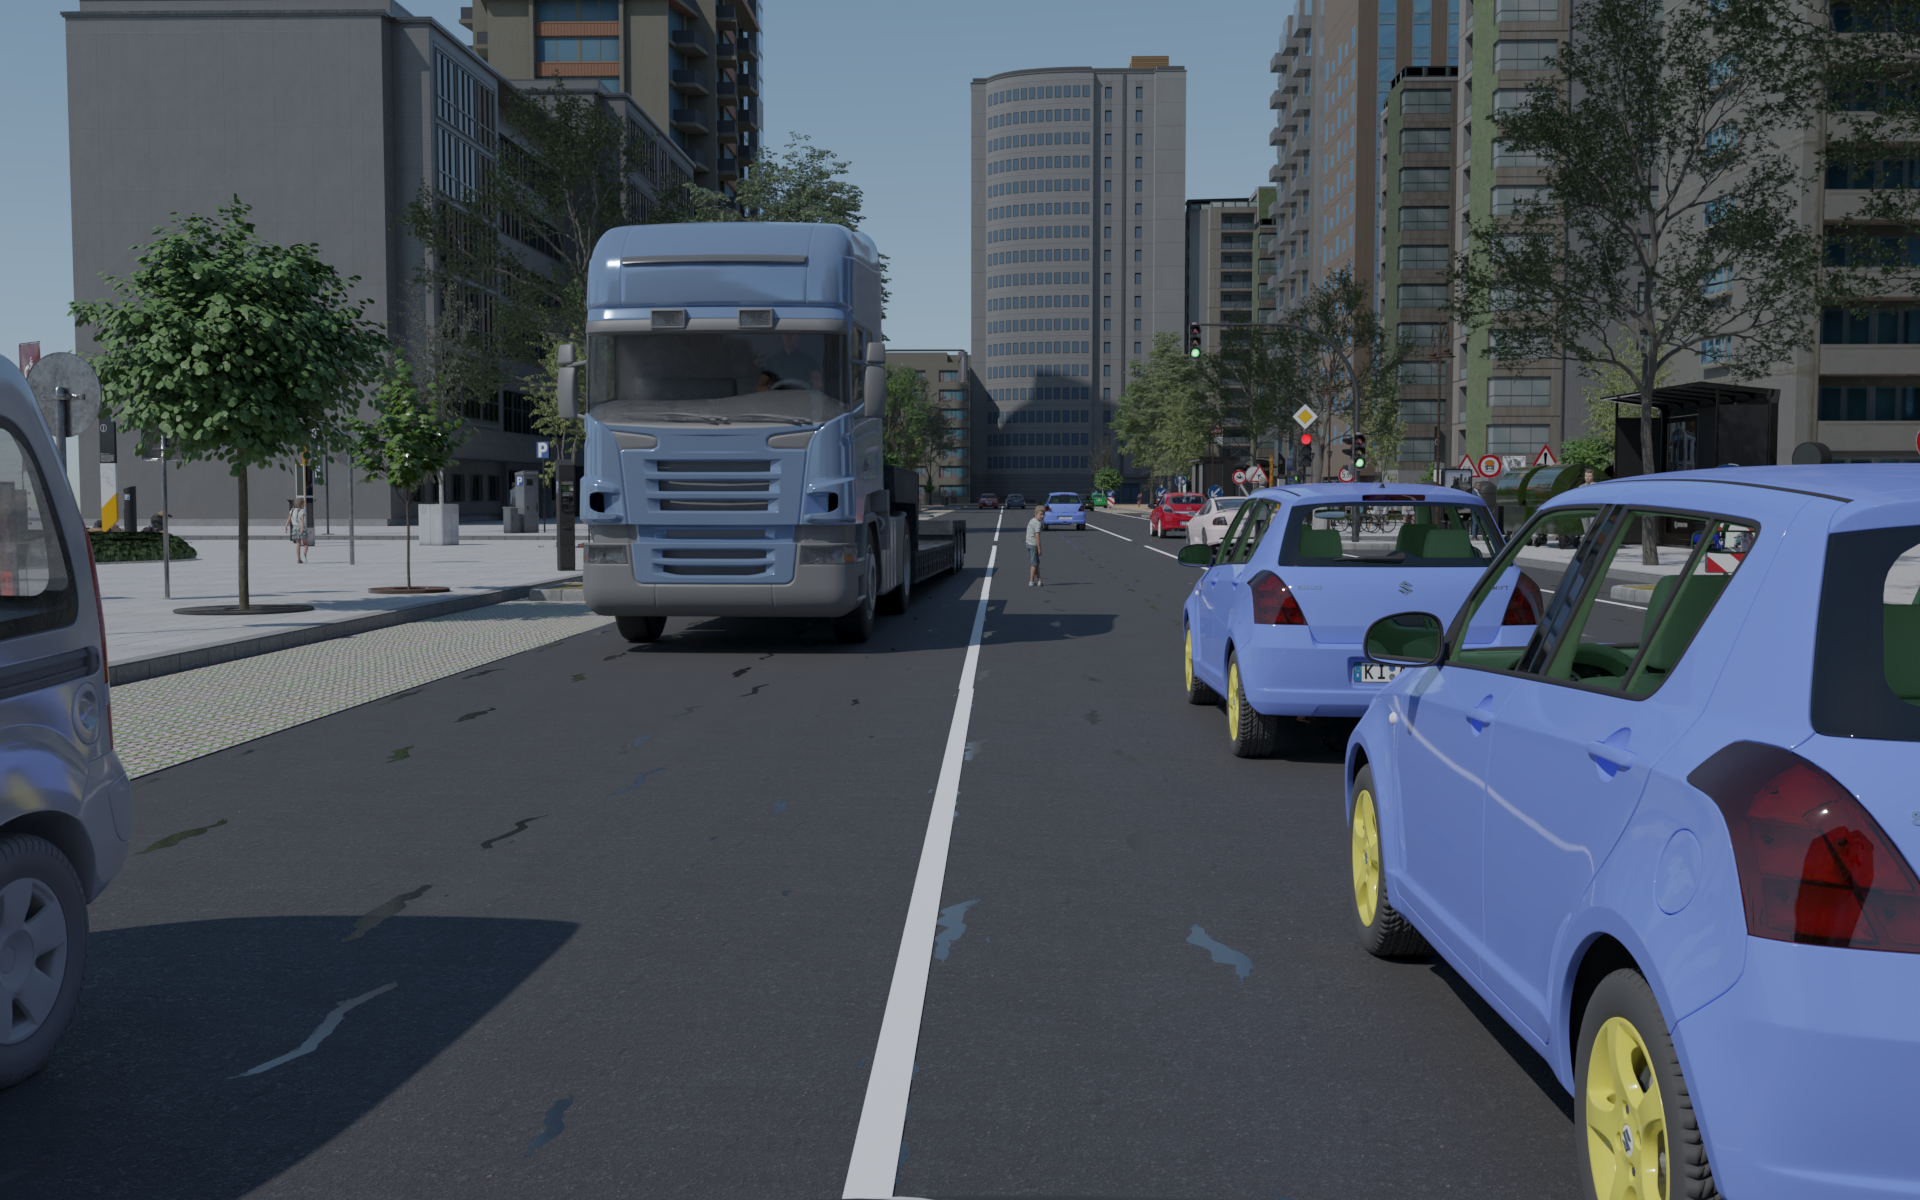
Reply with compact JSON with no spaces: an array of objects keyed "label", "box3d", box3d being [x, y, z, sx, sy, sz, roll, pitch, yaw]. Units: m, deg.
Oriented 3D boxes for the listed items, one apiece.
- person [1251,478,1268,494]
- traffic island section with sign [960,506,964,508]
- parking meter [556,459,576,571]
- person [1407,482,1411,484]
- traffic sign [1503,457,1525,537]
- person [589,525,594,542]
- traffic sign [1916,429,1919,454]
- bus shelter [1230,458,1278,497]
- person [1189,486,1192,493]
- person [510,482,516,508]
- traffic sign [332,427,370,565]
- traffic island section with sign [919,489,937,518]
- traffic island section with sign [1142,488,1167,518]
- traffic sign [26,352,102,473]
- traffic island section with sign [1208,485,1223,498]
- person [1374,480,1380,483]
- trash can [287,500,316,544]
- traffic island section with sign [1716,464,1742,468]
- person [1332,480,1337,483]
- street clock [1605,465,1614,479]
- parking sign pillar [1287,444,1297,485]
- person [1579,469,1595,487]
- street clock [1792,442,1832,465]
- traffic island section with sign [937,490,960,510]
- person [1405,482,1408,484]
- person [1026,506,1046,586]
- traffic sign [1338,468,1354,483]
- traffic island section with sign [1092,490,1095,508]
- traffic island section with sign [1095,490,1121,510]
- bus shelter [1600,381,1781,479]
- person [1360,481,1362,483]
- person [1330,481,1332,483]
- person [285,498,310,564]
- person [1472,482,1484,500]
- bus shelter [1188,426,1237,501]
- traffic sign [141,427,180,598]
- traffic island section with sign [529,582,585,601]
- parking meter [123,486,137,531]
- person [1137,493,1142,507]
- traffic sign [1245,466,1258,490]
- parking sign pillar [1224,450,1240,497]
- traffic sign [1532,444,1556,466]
[{"label":"person","box3d":[6.853,-1.862,39.121,0.661,1.801,0.590,3,5,40]},{"label":"traffic island section with sign","box3d":[-0.564,-10.720,183.904,1.989,1.847,2.006,0,4,1]},{"label":"parking meter","box3d":[-6.587,-1.420,28.927,0.255,1.863,0.399,-1,4,-22]},{"label":"person","box3d":[15.978,-3.348,61.782,0.512,1.701,0.522,-2,4,-28]},{"label":"traffic sign","box3d":[14.974,-2.736,46.865,0.606,2.300,0.079,0,4,4]},{"label":"person","box3d":[-7.553,-1.862,36.341,0.661,1.843,0.795,-1,4,-20]},{"label":"traffic sign","box3d":[16.397,-1.772,29.080,0.768,2.556,0.104,0,4,4]},{"label":"bus shelter","box3d":[16.976,-6.501,100.212,2.014,3.302,5.546,0,4,2]},{"label":"person","box3d":[15.658,-6.751,116.430,0.555,1.821,0.388,2,4,27]},{"label":"person","box3d":[-19.212,-4.191,74.796,0.478,1.798,0.641,-1,4,-12]},{"label":"traffic sign","box3d":[-11.026,-1.911,31.347,0.768,2.556,0.104,0,4,3]},{"label":"traffic island section with sign","box3d":[-2.604,-5.968,106.208,1.989,1.847,2.006,0,4,1]},{"label":"traffic island section with sign","box3d":[12.118,-5.939,105.726,1.989,1.847,2.006,0,4,1]},{"label":"traffic sign","box3d":[-8.054,-0.944,15.546,0.768,2.556,0.104,1,4,8]},{"label":"traffic island section with sign","box3d":[11.416,-4.291,78.780,1.989,1.847,2.006,0,4,1]},{"label":"person","box3d":[14.894,-3.402,62.015,0.694,1.780,0.624,-3,4,-36]},{"label":"trash can","box3d":[-17.126,-2.045,45.084,0.748,1.137,0.748,0,3,0]},{"label":"traffic island section with sign","box3d":[9.969,-0.905,23.420,1.989,1.847,2.006,0,4,1]},{"label":"person","box3d":[14.727,-3.784,68.004,0.679,1.850,0.850,3,4,36]},{"label":"street clock","box3d":[16.147,-2.342,42.855,0.471,2.002,0.358,1,4,18]},{"label":"parking sign pillar","box3d":[17.801,-6.387,92.907,1.447,3.967,1.447,1,4,15]},{"label":"person","box3d":[13.103,-1.829,36.153,0.606,1.804,0.583,3,5,43]},{"label":"street clock","box3d":[11.890,-1.202,24.221,0.358,2.002,0.471,-2,4,-27]},{"label":"traffic island section with sign","box3d":[-1.281,-9.063,156.808,1.989,1.847,2.006,0,4,1]},{"label":"person","box3d":[18.685,-4.027,72.070,0.537,1.800,0.526,-1,4,-15]},{"label":"person","box3d":[1.186,-0.849,27.064,0.352,1.250,0.332,1,4,21]},{"label":"traffic sign","box3d":[17.822,-4.882,79.921,0.768,2.556,0.104,0,4,5]},{"label":"traffic island section with sign","box3d":[14.142,-10.684,183.316,1.989,1.847,2.006,0,4,1]},{"label":"traffic island section with sign","box3d":[13.425,-9.010,155.938,1.989,1.847,2.006,0,4,1]},{"label":"bus shelter","box3d":[16.351,-2.929,39.173,1.731,3.624,6.357,0,4,2]},{"label":"person","box3d":[16.959,-4.122,73.428,0.794,1.824,0.713,-3,5,-44]},{"label":"person","box3d":[15.026,-3.891,69.676,0.620,1.820,0.660,0,4,1]},{"label":"person","box3d":[-12.208,-1.271,31.846,0.505,1.210,0.382,1,4,9]},{"label":"person","box3d":[15.459,-2.642,51.879,0.419,1.800,0.721,2,4,35]},{"label":"bus shelter","box3d":[14.479,-7.512,100.452,2.179,5.291,8.768,0,4,2]},{"label":"traffic sign","box3d":[-9.809,-1.177,21.373,0.606,2.300,0.079,0,4,7]},{"label":"traffic island section with sign","box3d":[-4.736,-0.938,23.961,1.989,1.847,2.006,0,4,1]},{"label":"parking meter","box3d":[-25.998,-2.804,54.259,0.372,1.533,0.369,0,3,0]},{"label":"person","box3d":[18.325,-10.229,176.516,0.421,1.427,0.697,-2,4,-26]},{"label":"traffic sign","box3d":[13.546,-4.879,79.877,0.768,2.556,0.104,1,4,10]},{"label":"parking sign pillar","box3d":[16.467,-7.189,106.016,1.447,3.967,1.447,-1,4,-18]},{"label":"traffic sign","box3d":[15.203,-2.755,45.043,0.884,2.594,0.081,1,4,10]}]
